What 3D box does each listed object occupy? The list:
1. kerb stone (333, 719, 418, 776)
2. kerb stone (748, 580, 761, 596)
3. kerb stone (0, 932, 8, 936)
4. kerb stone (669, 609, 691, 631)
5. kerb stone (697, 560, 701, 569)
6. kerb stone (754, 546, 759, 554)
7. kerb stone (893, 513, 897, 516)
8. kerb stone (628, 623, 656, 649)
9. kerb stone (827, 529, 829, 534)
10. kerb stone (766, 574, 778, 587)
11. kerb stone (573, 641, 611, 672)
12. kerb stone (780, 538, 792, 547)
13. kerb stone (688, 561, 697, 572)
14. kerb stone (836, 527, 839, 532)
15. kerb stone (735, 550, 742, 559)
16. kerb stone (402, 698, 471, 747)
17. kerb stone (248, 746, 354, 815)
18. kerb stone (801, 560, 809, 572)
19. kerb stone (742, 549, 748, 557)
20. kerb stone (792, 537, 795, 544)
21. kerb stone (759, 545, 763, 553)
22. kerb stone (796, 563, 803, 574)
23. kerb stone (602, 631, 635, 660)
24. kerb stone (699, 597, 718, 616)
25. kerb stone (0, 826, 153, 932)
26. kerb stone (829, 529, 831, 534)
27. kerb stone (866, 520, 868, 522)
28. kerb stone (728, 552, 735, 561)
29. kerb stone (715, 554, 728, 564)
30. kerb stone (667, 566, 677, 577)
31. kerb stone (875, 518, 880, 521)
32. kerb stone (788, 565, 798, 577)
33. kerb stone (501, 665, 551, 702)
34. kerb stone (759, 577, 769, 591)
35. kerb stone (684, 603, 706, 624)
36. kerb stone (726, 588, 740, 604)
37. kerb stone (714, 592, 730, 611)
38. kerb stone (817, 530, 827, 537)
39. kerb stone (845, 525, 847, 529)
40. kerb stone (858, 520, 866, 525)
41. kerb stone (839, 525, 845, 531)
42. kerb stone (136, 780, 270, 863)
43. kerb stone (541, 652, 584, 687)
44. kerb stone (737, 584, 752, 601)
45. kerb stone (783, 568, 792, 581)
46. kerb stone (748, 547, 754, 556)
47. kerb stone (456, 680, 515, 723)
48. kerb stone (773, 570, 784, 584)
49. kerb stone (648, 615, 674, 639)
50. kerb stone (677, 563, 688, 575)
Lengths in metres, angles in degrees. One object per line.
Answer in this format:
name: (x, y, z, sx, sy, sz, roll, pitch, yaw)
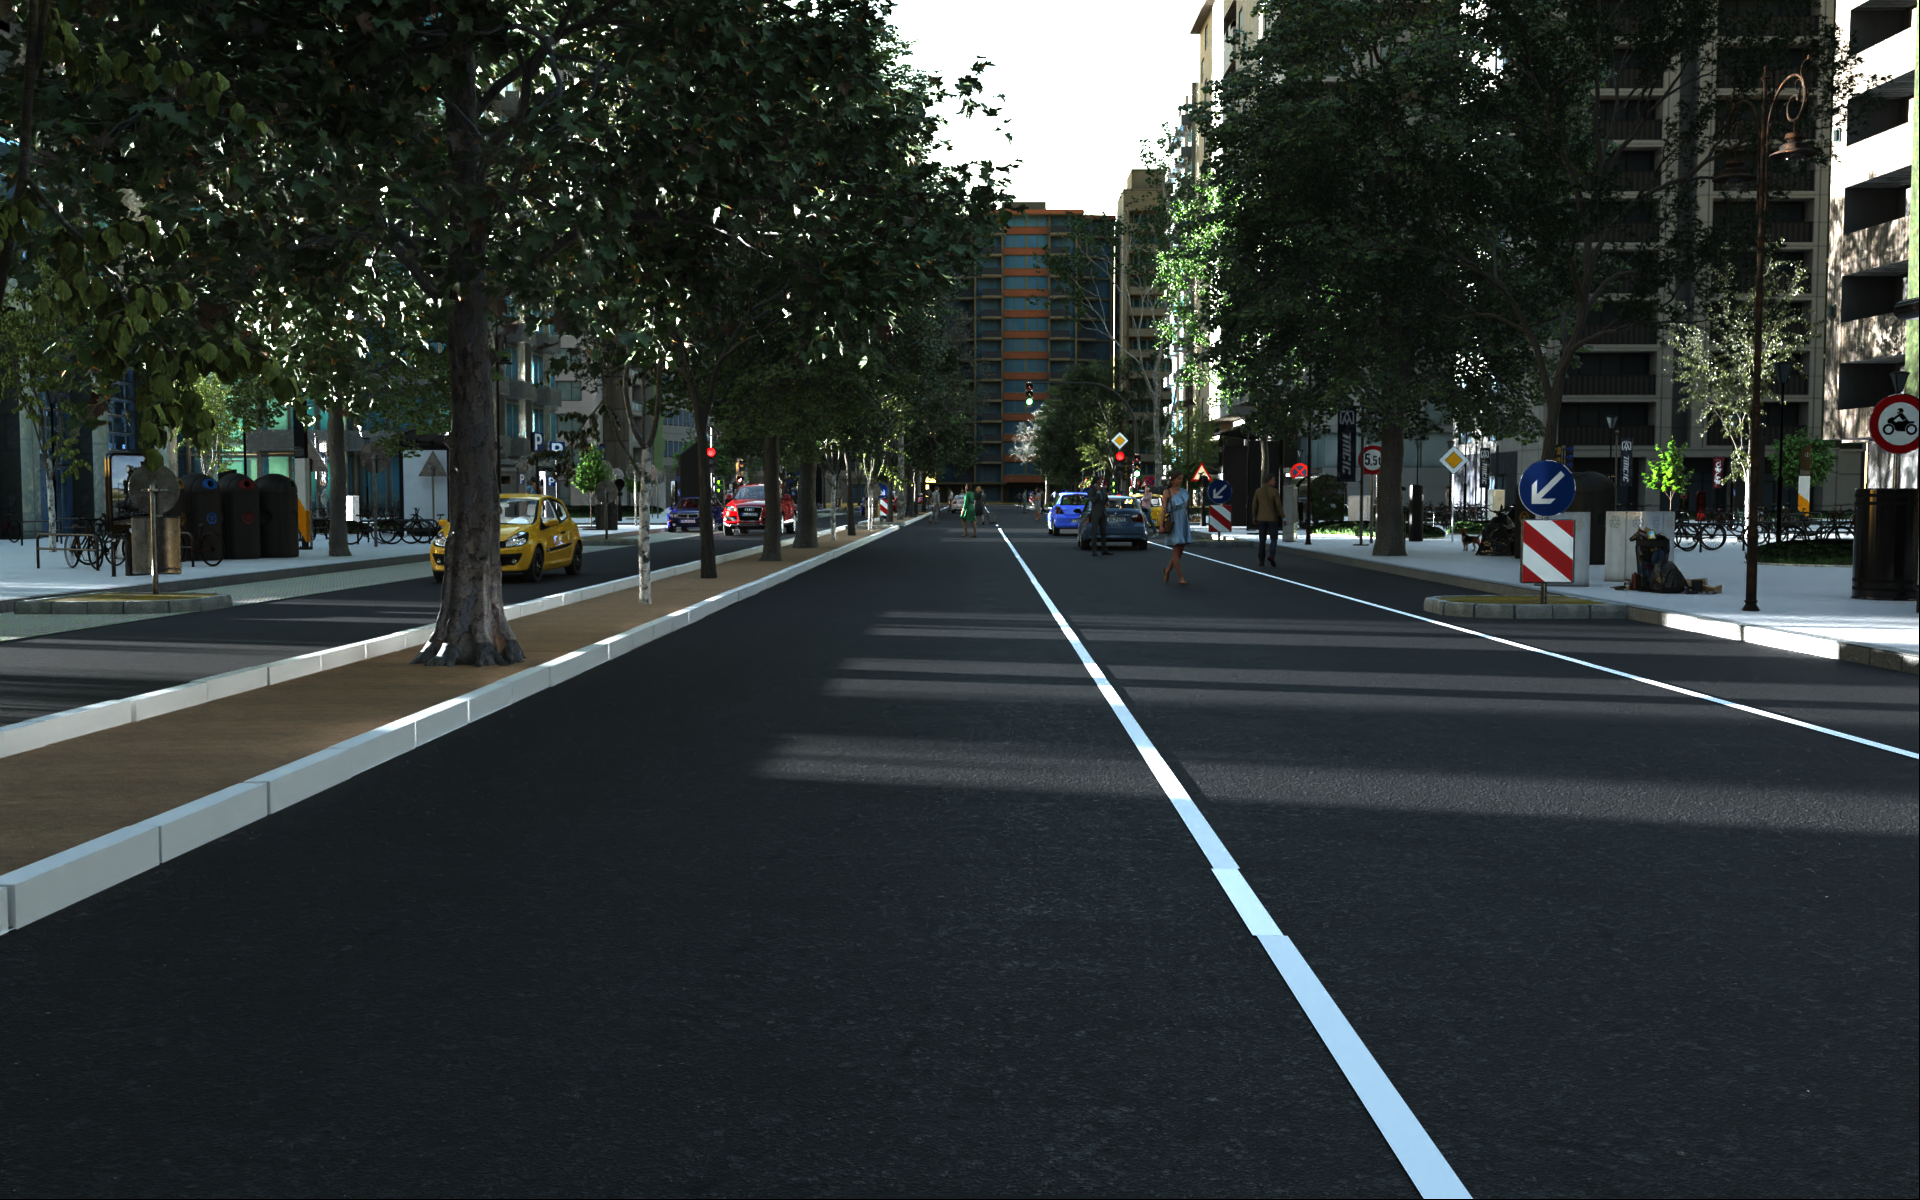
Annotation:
kerb stone: (-3.135, 0.791, 9.260, 0.120, 0.150, 1.000, 0, 4, 1)
kerb stone: (-2.984, -0.148, 24.623, 0.120, 0.150, 1.000, 0, 4, 1)
kerb stone: (-3.175, 1.042, 5.158, 0.120, 0.150, 1.000, 0, 4, 1)
kerb stone: (-3.042, 0.227, 18.487, 0.120, 0.150, 1.000, 0, 4, 1)
kerb stone: (-5.015, -0.650, 32.828, 0.120, 0.150, 1.000, 0, 4, 1)
kerb stone: (-4.938, -1.146, 41.028, 0.120, 0.150, 1.000, 0, 4, 1)
kerb stone: (-4.226, -5.758, 116.410, 0.120, 0.150, 1.000, 0, 4, 1)
kerb stone: (-3.065, 0.354, 16.433, 0.120, 0.150, 1.000, 0, 4, 1)
kerb stone: (-4.762, -2.343, 60.500, 0.120, 0.150, 1.000, 0, 4, 1)
kerb stone: (-2.966, -0.270, 26.675, 0.120, 0.150, 1.000, 0, 4, 1)
kerb stone: (-3.088, 0.478, 14.380, 0.120, 0.150, 1.000, 0, 4, 1)
kerb stone: (-4.867, -1.590, 48.189, 0.120, 0.150, 1.000, 0, 4, 1)
kerb stone: (-5.021, -0.583, 31.806, 0.120, 0.150, 1.000, 0, 4, 1)
kerb stone: (-4.715, -2.593, 64.593, 0.120, 0.150, 1.000, 0, 4, 1)
kerb stone: (-4.961, -0.960, 37.947, 0.120, 0.150, 1.000, 0, 4, 1)
kerb stone: (-3.128, 0.729, 10.283, 0.120, 0.150, 1.000, 0, 4, 1)
kerb stone: (-3.137, 0.855, 8.238, 0.120, 0.150, 1.000, 0, 4, 1)
kerb stone: (-2.925, -0.587, 31.796, 0.120, 0.150, 1.000, 0, 4, 1)
kerb stone: (-4.955, -1.023, 38.972, 0.120, 0.150, 1.000, 0, 4, 1)
kerb stone: (-4.859, -1.645, 49.218, 0.120, 0.150, 1.000, 0, 4, 1)
kerb stone: (-4.928, -1.214, 42.050, 0.120, 0.150, 1.000, 0, 4, 1)
kerb stone: (-2.942, -0.524, 30.762, 0.120, 0.150, 1.000, 0, 4, 1)
kerb stone: (-3.073, 0.416, 15.402, 0.120, 0.150, 1.000, 0, 4, 1)
kerb stone: (-3.030, 0.103, 20.531, 0.120, 0.150, 1.000, 0, 4, 1)
kerb stone: (-3.159, 0.979, 6.192, 0.120, 0.150, 1.000, 0, 4, 1)
kerb stone: (-4.747, -2.405, 61.524, 0.120, 0.150, 1.000, 0, 4, 1)
kerb stone: (-4.561, -3.632, 81.586, 0.120, 0.150, 1.000, 0, 4, 1)
kerb stone: (-4.976, -0.898, 36.925, 0.120, 0.150, 1.000, 0, 4, 1)
kerb stone: (-4.990, -0.838, 35.899, 0.120, 0.150, 1.000, 0, 4, 1)
kerb stone: (-5.051, -0.463, 29.759, 0.120, 0.150, 1.000, 0, 4, 1)
kerb stone: (-4.438, -4.384, 93.880, 0.120, 0.150, 1.000, 0, 4, 1)
kerb stone: (-2.943, -0.461, 29.740, 0.120, 0.150, 1.000, 0, 4, 1)
kerb stone: (-3.112, 0.603, 12.331, 0.120, 0.150, 1.000, 0, 4, 1)
kerb stone: (-2.982, -0.201, 25.646, 0.120, 0.150, 1.000, 0, 4, 1)
kerb stone: (-3.029, 0.165, 19.509, 0.120, 0.150, 1.000, 0, 4, 1)
kerb stone: (-3.024, -0.023, 22.577, 0.120, 0.150, 1.000, 0, 4, 1)
kerb stone: (-3.023, 0.039, 21.555, 0.120, 0.150, 1.000, 0, 4, 1)
kerb stone: (-4.765, -2.279, 59.462, 0.120, 0.150, 1.000, 0, 4, 1)
kerb stone: (-4.677, -2.844, 68.694, 0.120, 0.150, 1.000, 0, 4, 1)
kerb stone: (-4.564, -3.569, 80.553, 0.120, 0.150, 1.000, 0, 4, 1)
kerb stone: (-4.693, -2.781, 67.668, 0.120, 0.150, 1.000, 0, 4, 1)
kerb stone: (-3.151, 0.920, 7.214, 0.120, 0.150, 1.000, 0, 4, 1)
kerb stone: (-3.091, 0.541, 13.353, 0.120, 0.150, 1.000, 0, 4, 1)
kerb stone: (-2.999, -0.086, 23.601, 0.120, 0.150, 1.000, 0, 4, 1)
kerb stone: (-2.948, -0.396, 28.718, 0.120, 0.150, 1.000, 0, 4, 1)
kerb stone: (-4.952, -1.089, 40.001, 0.120, 0.150, 1.000, 0, 4, 1)
kerb stone: (-3.118, 0.668, 11.309, 0.120, 0.150, 1.000, 0, 4, 1)
kerb stone: (-2.965, -0.336, 27.696, 0.120, 0.150, 1.000, 0, 4, 1)
kerb stone: (-3.055, 0.289, 17.465, 0.120, 0.150, 1.000, 0, 4, 1)
kerb stone: (-5.032, -0.525, 30.784, 0.120, 0.150, 1.000, 0, 4, 1)
